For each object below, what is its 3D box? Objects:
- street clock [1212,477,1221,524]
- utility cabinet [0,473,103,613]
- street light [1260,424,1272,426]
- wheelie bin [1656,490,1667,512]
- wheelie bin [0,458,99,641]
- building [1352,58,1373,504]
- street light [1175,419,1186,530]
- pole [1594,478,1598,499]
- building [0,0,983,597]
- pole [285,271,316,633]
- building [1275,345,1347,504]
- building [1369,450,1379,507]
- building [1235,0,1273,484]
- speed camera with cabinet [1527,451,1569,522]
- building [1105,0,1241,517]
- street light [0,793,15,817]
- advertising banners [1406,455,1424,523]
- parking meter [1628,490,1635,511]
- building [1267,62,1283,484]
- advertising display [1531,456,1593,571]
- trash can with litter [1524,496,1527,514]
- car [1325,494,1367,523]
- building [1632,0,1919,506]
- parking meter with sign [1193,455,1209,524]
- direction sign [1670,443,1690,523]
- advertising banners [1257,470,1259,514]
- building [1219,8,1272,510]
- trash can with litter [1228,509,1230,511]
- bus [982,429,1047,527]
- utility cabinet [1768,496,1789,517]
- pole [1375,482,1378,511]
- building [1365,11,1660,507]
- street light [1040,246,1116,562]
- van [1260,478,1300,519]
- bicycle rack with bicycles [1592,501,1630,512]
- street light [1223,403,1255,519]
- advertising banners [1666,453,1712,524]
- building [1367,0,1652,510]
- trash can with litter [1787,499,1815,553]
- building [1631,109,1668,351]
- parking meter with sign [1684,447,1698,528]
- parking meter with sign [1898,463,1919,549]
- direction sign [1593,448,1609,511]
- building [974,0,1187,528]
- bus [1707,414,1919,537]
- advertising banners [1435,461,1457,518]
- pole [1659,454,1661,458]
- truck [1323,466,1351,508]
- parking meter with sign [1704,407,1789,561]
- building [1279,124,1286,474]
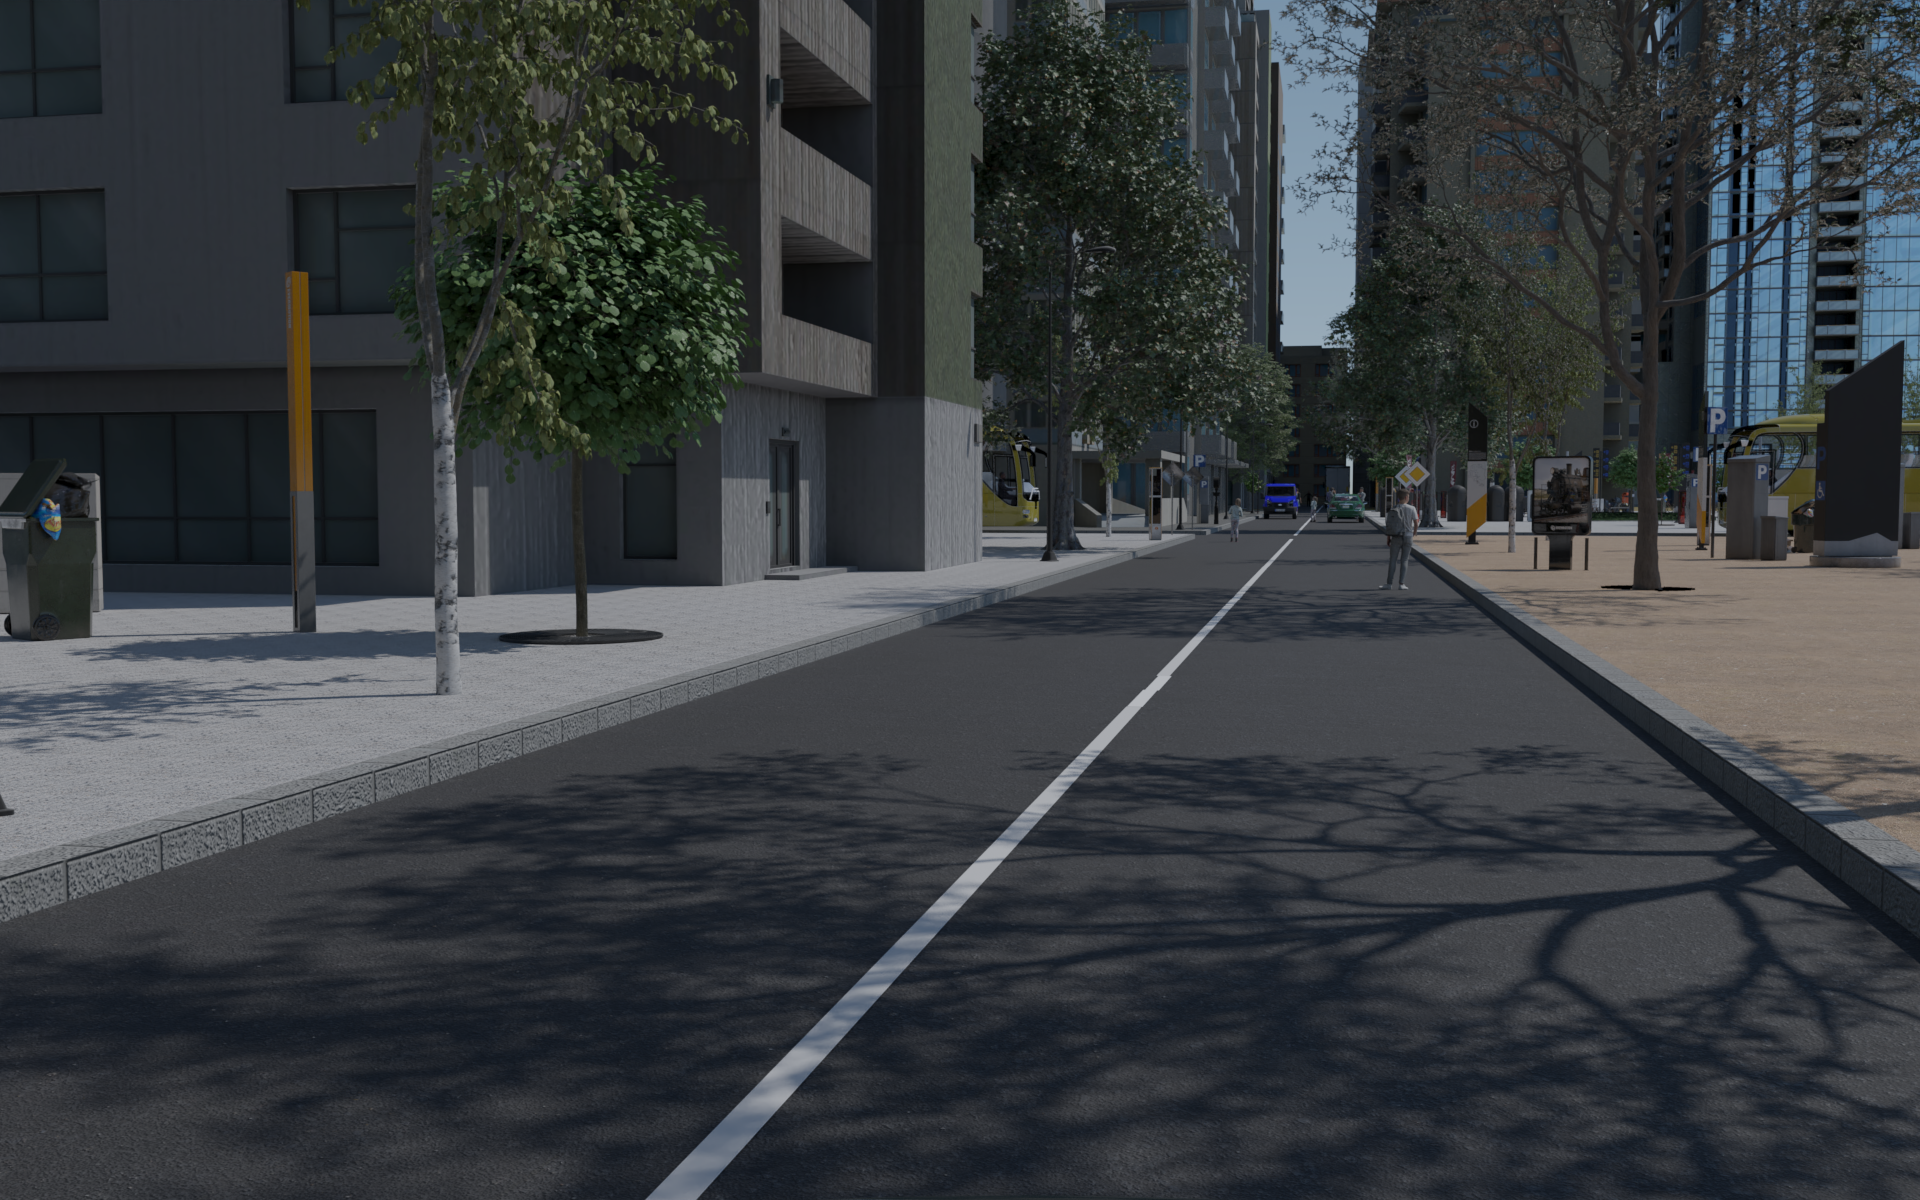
[{"bbox_3d":[10.877,-4.213,73.448,0.358,2.002,0.471,1,4,15],"label":"street clock"},{"bbox_3d":[-9.924,-0.611,18.671,1.173,1.500,0.318,-1,4,-19],"label":"utility cabinet"},{"bbox_3d":[19.944,-8.688,114.589,1.470,5.913,1.316,1,4,12],"label":"street light"},{"bbox_3d":[34.663,-4.780,86.059,0.980,1.594,0.693,3,4,36],"label":"wheelie bin"},{"bbox_3d":[-8.104,-0.459,15.419,0.980,1.594,0.693,3,5,40],"label":"wheelie bin"},{"bbox_3d":[65.345,-41.626,222.591,28.212,58.520,21.231,1,4,12],"label":"building"},{"bbox_3d":[8.427,-5.457,61.770,1.470,5.913,1.316,1,4,12],"label":"street light"},{"bbox_3d":[42.485,-7.453,115.697,0.158,3.312,0.155,0,3,0],"label":"pole"},{"bbox_3d":[-7.882,-15.622,27.123,14.160,30.474,14.107,1,4,12],"label":"building"},{"bbox_3d":[-6.100,-1.357,16.023,0.158,3.312,0.155,0,3,0],"label":"pole"},{"bbox_3d":[37.022,-23.689,232.352,28.899,21.520,27.650,1,4,12],"label":"building"},{"bbox_3d":[48.181,-24.530,172.759,14.160,30.474,14.107,1,4,12],"label":"building"},{"bbox_3d":[18.740,-44.151,160.121,20.563,71.187,20.611,1,4,12],"label":"building"},{"bbox_3d":[27.391,-5.257,80.285,2.038,3.252,0.660,1,4,20],"label":"speed camera with cabinet"},{"bbox_3d":[5.937,-29.929,108.955,23.786,49.044,30.456,1,4,12],"label":"building"},{"bbox_3d":[-3.443,-2.084,6.618,1.470,5.913,1.316,1,4,12],"label":"street light"},{"bbox_3d":[20.423,-4.964,77.357,0.090,3.025,2.074,3,5,44],"label":"advertising banners"},{"bbox_3d":[44.209,-6.463,114.074,0.372,1.533,0.369,0,3,0],"label":"parking meter"},{"bbox_3d":[25.820,-32.307,178.324,14.600,45.320,14.200,1,4,12],"label":"building"},{"bbox_3d":[10.171,-1.472,29.283,0.974,1.923,0.123,3,4,35],"label":"advertising display"},{"bbox_3d":[38.506,-6.305,114.146,1.678,1.210,2.233,0,4,2],"label":"trash can with litter"},{"bbox_3d":[19.543,-4.644,87.734,2.131,1.459,4.920,1,4,12],"label":"car"},{"bbox_3d":[89.970,-53.430,186.253,31.000,86.520,22.319,1,4,12],"label":"building"},{"bbox_3d":[10.597,-4.862,75.757,0.543,3.016,1.738,0,4,-1],"label":"parking meter with sign"},{"bbox_3d":[31.916,-5.191,76.862,0.876,3.537,0.379,0,4,-2],"label":"direction sign"},{"bbox_3d":[19.360,-7.111,112.454,0.090,3.025,2.074,1,4,8],"label":"advertising banners"},{"bbox_3d":[18.224,-28.125,143.433,14.154,41.232,14.086,1,4,12],"label":"building"},{"bbox_3d":[20.441,-7.587,135.101,1.678,1.210,2.233,-3,5,-40],"label":"trash can with litter"},{"bbox_3d":[-3.124,-4.214,60.442,12.252,3.916,2.896,1,4,13],"label":"bus"},{"bbox_3d":[21.577,-2.136,46.080,1.020,1.237,0.306,-2,4,-30],"label":"utility cabinet"},{"bbox_3d":[31.099,-8.279,129.206,0.158,3.312,0.155,0,3,0],"label":"pole"},{"bbox_3d":[59.250,-36.801,190.937,28.713,52.752,27.495,1,4,12],"label":"building"},{"bbox_3d":[2.232,-3.682,32.746,1.470,5.913,1.316,1,4,12],"label":"street light"},{"bbox_3d":[18.621,-5.881,100.530,2.240,2.365,5.245,1,4,11],"label":"van"},{"bbox_3d":[32.323,-4.531,87.456,2.925,0.926,2.852,-3,4,-37],"label":"bicycle rack with bicycles"},{"bbox_3d":[14.091,-7.056,87.900,1.470,5.913,1.316,1,4,12],"label":"street light"},{"bbox_3d":[30.826,-4.731,73.539,2.074,3.025,0.090,1,4,17],"label":"advertising banners"},{"bbox_3d":[46.917,-30.326,150.451,22.147,44.769,28.867,1,4,12],"label":"building"},{"bbox_3d":[18.245,-1.621,37.883,0.624,1.170,1.055,-3,4,-36],"label":"trash can with litter"},{"bbox_3d":[90.627,-36.274,216.776,21.600,48.544,21.300,1,4,12],"label":"building"},{"bbox_3d":[27.501,-4.193,64.819,0.543,3.016,1.738,1,4,11],"label":"parking meter with sign"},{"bbox_3d":[21.477,-2.680,40.078,1.738,3.016,0.543,-1,4,-22],"label":"parking meter with sign"},{"bbox_3d":[31.482,-5.697,85.148,0.876,3.537,0.379,-1,4,-15],"label":"direction sign"},{"bbox_3d":[-6.648,-23.491,75.965,32.217,40.220,23.993,1,4,12],"label":"building"},{"bbox_3d":[29.581,-3.754,52.927,12.252,3.916,2.896,1,4,12],"label":"bus"},{"bbox_3d":[25.625,-5.846,91.775,0.090,3.025,2.074,-1,4,-22],"label":"advertising banners"},{"bbox_3d":[35.354,-5.722,87.397,0.158,3.312,0.155,0,3,0],"label":"pole"},{"bbox_3d":[38.703,-11.556,177.850,2.839,4.237,11.283,1,4,12],"label":"truck"},{"bbox_3d":[15.442,-2.306,33.957,0.543,3.016,1.738,-1,4,-23],"label":"parking meter with sign"},{"bbox_3d":[21.848,-35.508,200.167,30.456,49.044,23.786,1,4,12],"label":"building"}]
